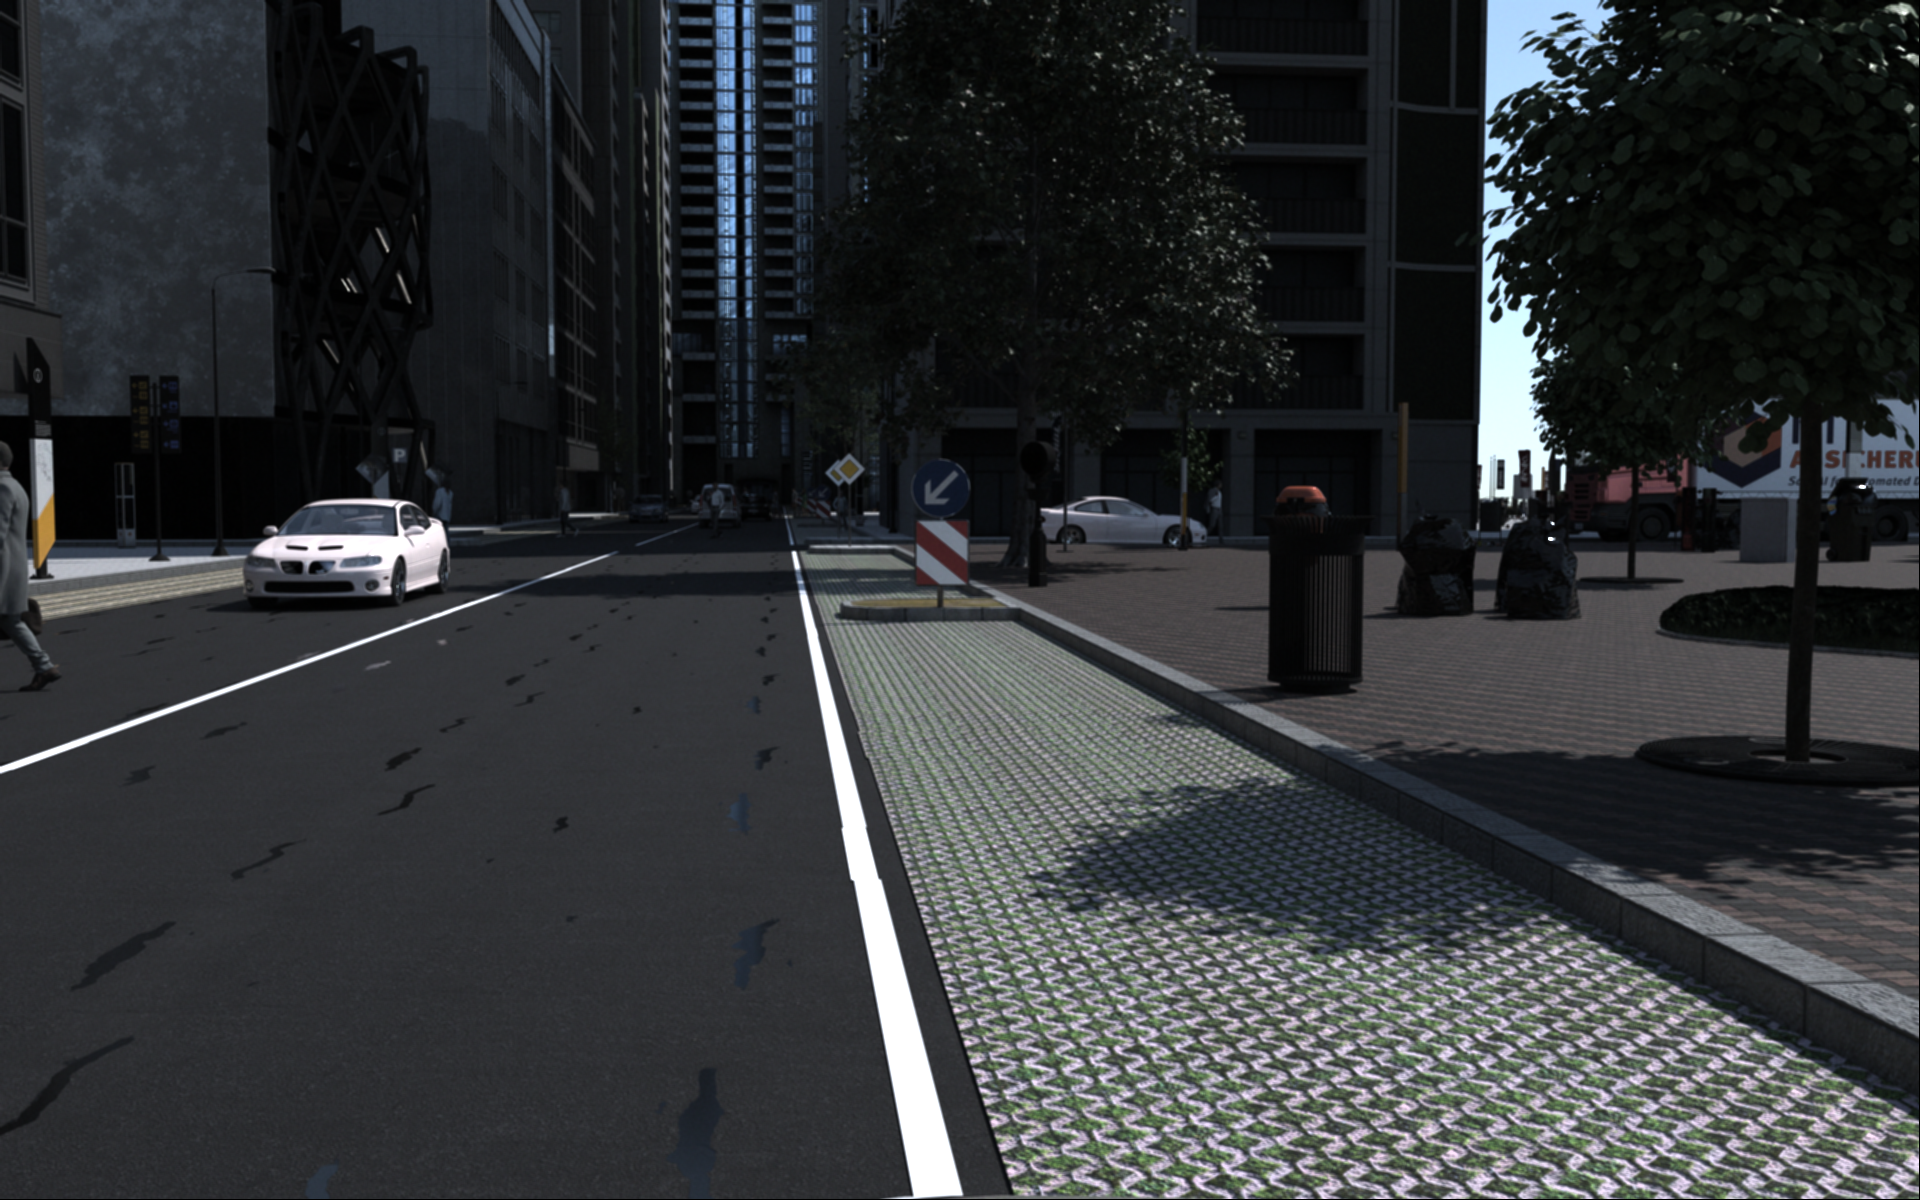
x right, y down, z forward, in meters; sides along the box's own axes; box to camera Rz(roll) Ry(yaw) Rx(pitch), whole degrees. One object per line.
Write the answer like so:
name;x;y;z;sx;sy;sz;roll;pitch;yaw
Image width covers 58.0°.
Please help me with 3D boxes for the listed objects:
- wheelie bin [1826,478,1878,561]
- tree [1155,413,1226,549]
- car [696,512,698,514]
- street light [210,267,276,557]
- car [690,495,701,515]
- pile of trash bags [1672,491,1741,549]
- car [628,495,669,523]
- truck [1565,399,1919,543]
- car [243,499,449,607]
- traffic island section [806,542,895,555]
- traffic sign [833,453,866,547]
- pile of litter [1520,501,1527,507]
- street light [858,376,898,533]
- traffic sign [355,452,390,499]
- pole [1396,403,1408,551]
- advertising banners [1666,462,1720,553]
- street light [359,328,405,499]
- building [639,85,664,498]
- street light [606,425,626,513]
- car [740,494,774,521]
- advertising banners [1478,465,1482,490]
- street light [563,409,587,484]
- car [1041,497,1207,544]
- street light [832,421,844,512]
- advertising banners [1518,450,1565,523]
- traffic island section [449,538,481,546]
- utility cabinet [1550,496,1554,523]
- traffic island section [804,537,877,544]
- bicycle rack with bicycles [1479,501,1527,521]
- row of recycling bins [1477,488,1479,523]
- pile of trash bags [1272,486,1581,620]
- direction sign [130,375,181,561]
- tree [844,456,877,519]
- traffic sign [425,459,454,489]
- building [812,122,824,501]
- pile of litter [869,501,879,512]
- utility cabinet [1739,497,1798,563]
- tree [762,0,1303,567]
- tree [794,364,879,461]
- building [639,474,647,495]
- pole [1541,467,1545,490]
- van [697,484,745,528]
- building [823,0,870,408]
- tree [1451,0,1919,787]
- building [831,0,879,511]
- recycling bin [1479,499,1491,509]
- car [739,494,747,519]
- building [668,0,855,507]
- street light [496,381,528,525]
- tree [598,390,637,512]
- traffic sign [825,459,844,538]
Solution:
wheelie bin;17.104;-1.545;33.167;0.980;1.594;0.693;-1;4;-20
tree;5.567;-2.852;41.224;1.663;3.219;1.824;0;3;0
car;-18.701;-7.089;128.481;1.945;1.354;3.894;0;4;-5
street light;-14.723;-3.857;35.602;1.470;5.913;1.316;0;4;-6
car;-17.923;-6.691;121.764;2.083;1.381;4.827;0;4;-8
pile of trash bags;18.587;-1.993;42.330;1.912;1.369;3.447;-1;4;-13
car;-15.615;-4.588;87.010;2.014;1.417;4.499;0;4;-6
truck;22.161;-3.640;48.426;11.283;4.237;2.839;0;4;-4
car;-8.204;-0.681;23.497;2.083;1.381;4.827;0;4;-5
traffic island section;-2.665;-1.216;42.165;2.009;0.180;2.903;0;4;-6
traffic sign;-2.688;-2.351;42.085;0.795;2.450;0.064;0;4;-6
pile of litter;40.154;-6.755;124.408;1.176;0.858;1.719;2;4;29
street light;-2.728;-5.132;56.450;1.470;5.913;1.316;0;4;-6
traffic sign;-13.875;-2.282;40.953;0.795;2.450;0.064;0;4;-6
pole;9.905;-2.749;38.783;0.158;3.312;0.155;0;3;0
advertising banners;16.352;-2.605;38.783;0.090;3.025;2.074;-1;4;-10
street light;-16.221;-4.649;48.556;1.470;5.913;1.316;0;4;-6
building;-36.588;-29.648;168.336;14.154;41.232;14.086;0;4;-6
street light;-23.213;-8.835;116.987;1.470;5.913;1.316;0;4;-6
car;-10.929;-5.040;92.192;2.009;1.686;4.222;0;4;-4
advertising banners;30.517;-6.570;103.613;0.090;3.025;2.074;-1;4;-23
street light;-20.970;-7.442;94.213;1.470;5.913;1.316;0;4;-6
car;4.075;-2.023;45.439;4.827;1.381;2.083;0;4;-6
street light;-5.059;-6.524;79.215;1.470;5.913;1.316;0;4;-6
advertising banners;22.908;-4.400;68.122;2.074;3.025;0.090;3;5;43
traffic island section;-14.719;-1.631;48.955;2.009;0.180;2.903;0;4;-6
utility cabinet;24.084;-3.544;69.114;0.306;1.237;1.020;-3;5;-40
traffic island section;-3.486;-1.702;50.108;2.009;0.180;2.903;0;4;-6
bicycle rack with bicycles;26.850;-4.314;83.914;2.852;0.926;2.925;-1;4;-14
row of recycling bins;21.826;-4.335;77.986;1.069;1.692;3.534;-3;4;-36
pile of trash bags;5.104;-0.569;19.056;3.447;1.369;1.912;2;4;28
direction sign;-15.381;-2.518;33.173;0.876;3.537;0.379;-1;4;-9
tree;-5.379;-5.779;89.094;1.663;3.219;1.824;0;3;0
traffic sign;-14.696;-2.768;48.896;0.795;2.450;0.064;0;4;-6
building;-9.491;-31.217;193.986;14.154;41.232;14.086;0;4;-6
pile of litter;-5.983;-6.721;123.850;1.176;0.858;1.719;1;4;14
utility cabinet;15.327;-1.326;32.843;0.306;1.237;1.020;-2;4;-28
tree;1.283;-6.954;30.712;9.611;12.733;9.660;0;3;0
tree;-7.595;-11.614;115.646;9.928;11.665;9.643;0;3;0
building;-43.606;-27.870;147.550;32.217;40.220;23.993;0;4;-6
pole;43.498;-8.281;129.240;0.158;3.312;0.155;0;3;0
van;-10.230;-4.091;73.893;2.013;2.044;4.112;0;4;-5
building;-3.098;-38.583;172.823;21.231;58.520;28.212;0;4;-6
tree;3.997;-1.489;8.058;4.285;4.588;4.351;0;3;0
building;-0.262;-50.723;141.990;22.319;86.520;31.000;0;4;-6
recycling bin;28.335;-4.991;94.160;0.722;1.027;0.722;-3;4;-36
car;-13.062;-5.472;99.252;2.009;1.686;4.222;0;4;-7
building;-29.563;-55.304;216.890;31.000;86.520;22.319;0;4;-6
street light;-18.465;-6.042;71.331;1.470;5.913;1.316;0;4;-6
tree;-24.360;-10.426;120.822;4.737;8.622;4.395;0;3;0
traffic sign;-3.509;-2.837;50.028;0.795;2.450;0.064;0;4;-6
